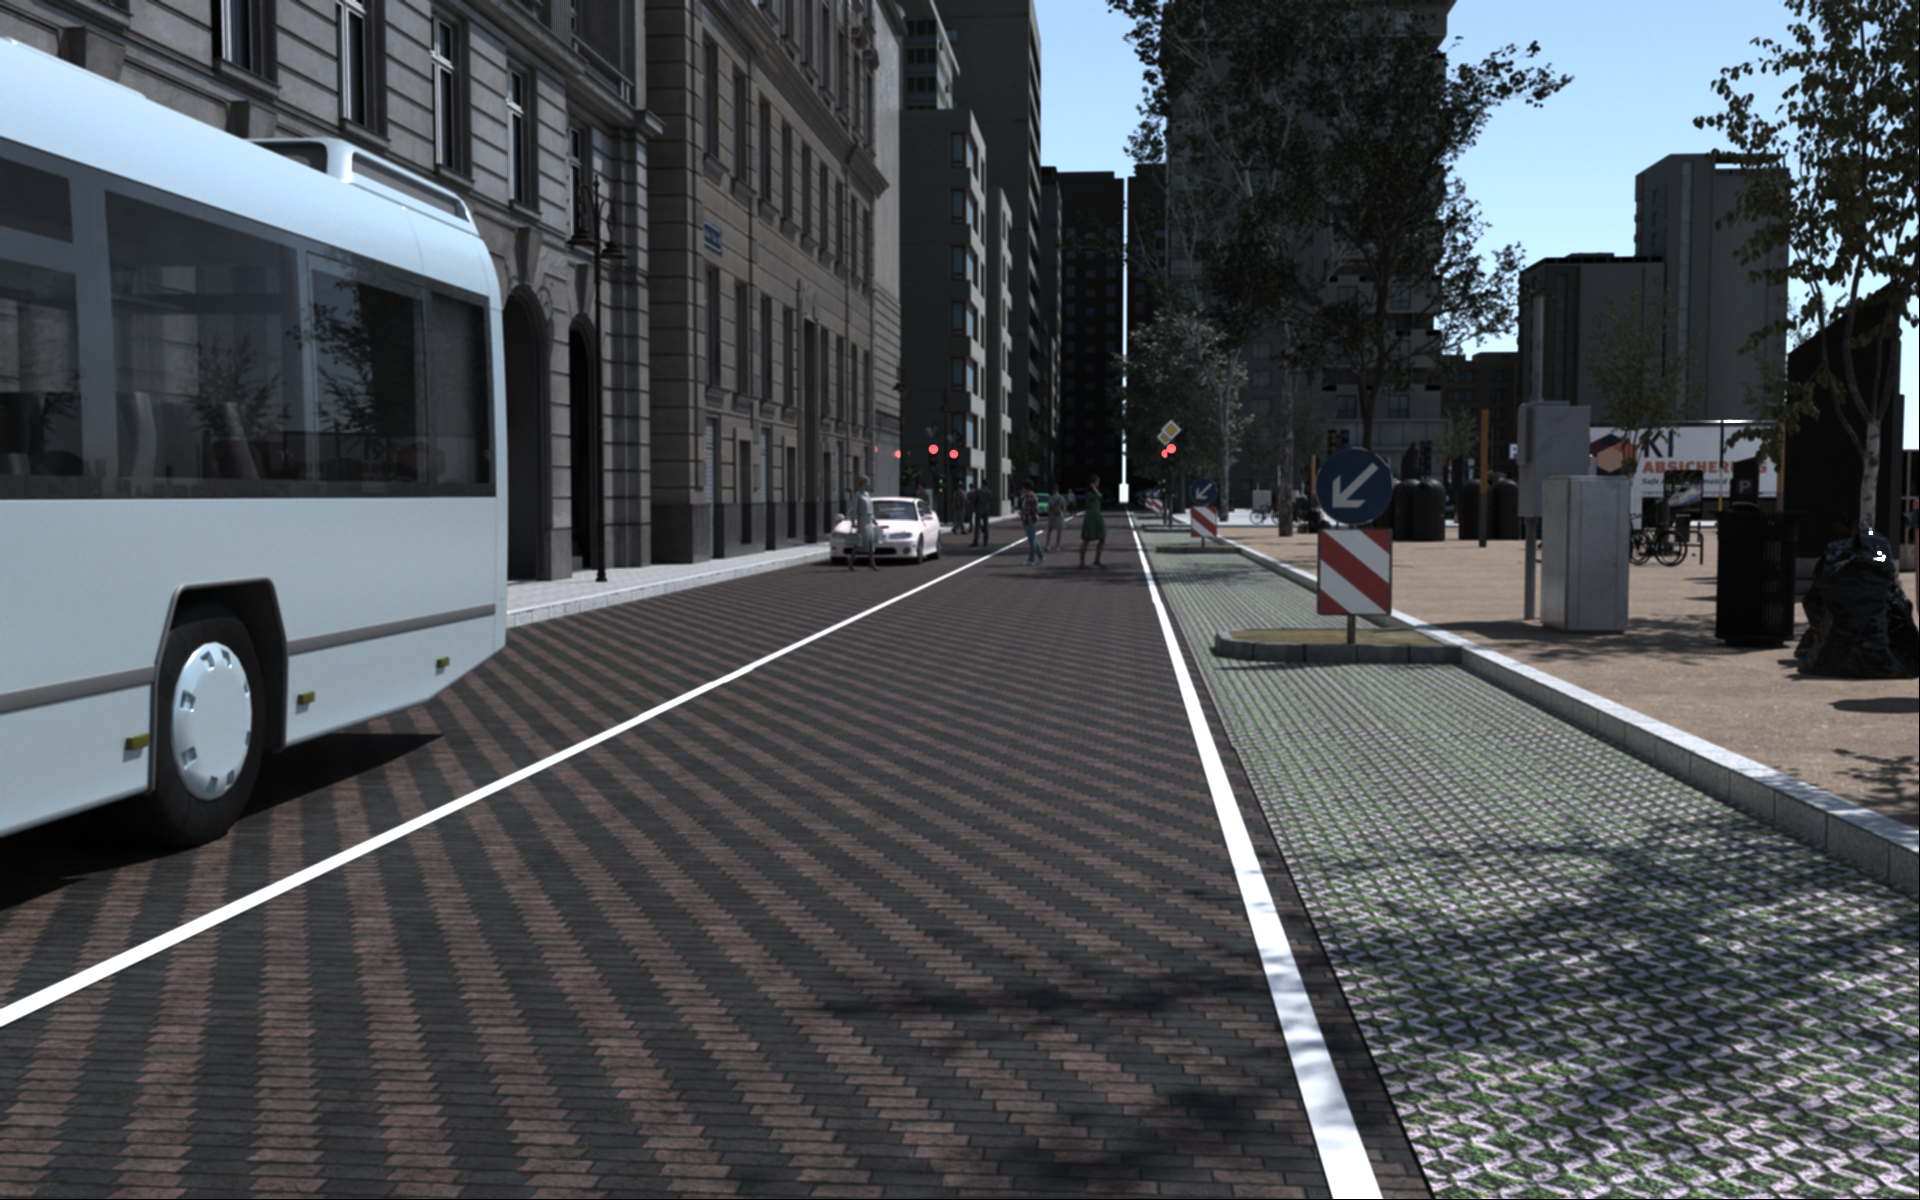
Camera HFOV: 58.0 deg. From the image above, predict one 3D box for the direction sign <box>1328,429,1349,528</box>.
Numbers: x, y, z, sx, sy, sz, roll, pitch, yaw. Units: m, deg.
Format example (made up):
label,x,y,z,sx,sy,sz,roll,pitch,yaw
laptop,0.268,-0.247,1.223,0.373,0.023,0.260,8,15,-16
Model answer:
label,x,y,z,sx,sy,sz,roll,pitch,yaw
direction sign,13.288,-4.213,60.882,0.876,3.537,0.379,-2,4,-25

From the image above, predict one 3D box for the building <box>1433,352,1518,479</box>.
label,x,y,z,sx,sy,sz,roll,pitch,yaw
building,79.557,-24.159,240.045,28.899,21.520,27.650,0,4,5

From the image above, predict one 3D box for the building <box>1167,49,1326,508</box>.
label,x,y,z,sx,sy,sz,roll,pitch,yaw
building,26.623,-29.355,163.548,14.154,41.232,14.086,0,4,5

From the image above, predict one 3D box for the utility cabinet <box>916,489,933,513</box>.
label,x,y,z,sx,sy,sz,roll,pitch,yaw
utility cabinet,-1.487,-4.006,74.170,0.318,1.500,1.173,2,4,26

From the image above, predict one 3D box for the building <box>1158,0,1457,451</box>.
label,x,y,z,sx,sy,sz,roll,pitch,yaw
building,35.499,-36.329,183.212,28.713,52.752,27.495,0,4,5

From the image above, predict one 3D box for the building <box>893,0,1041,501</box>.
label,x,y,z,sx,sy,sz,roll,pitch,yaw
building,-3.720,-32.795,159.894,21.300,48.544,21.600,0,4,5

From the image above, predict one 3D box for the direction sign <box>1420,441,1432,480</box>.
label,x,y,z,sx,sy,sz,roll,pitch,yaw
direction sign,19.813,-5.001,73.765,0.379,3.537,0.876,-1,4,-16

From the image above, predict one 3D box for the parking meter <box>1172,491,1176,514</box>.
label,x,y,z,sx,sy,sz,roll,pitch,yaw
parking meter,13.838,-6.357,112.353,0.372,1.533,0.369,0,3,0

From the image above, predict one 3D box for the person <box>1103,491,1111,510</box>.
label,x,y,z,sx,sy,sz,roll,pitch,yaw
person,13.221,-8.994,156.377,0.721,1.723,1.217,3,5,40

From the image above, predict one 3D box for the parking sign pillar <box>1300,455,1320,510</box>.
label,x,y,z,sx,sy,sz,roll,pitch,yaw
parking sign pillar,23.869,-7.935,118.216,1.447,3.967,1.447,0,3,0

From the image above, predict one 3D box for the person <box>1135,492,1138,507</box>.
label,x,y,z,sx,sy,sz,roll,pitch,yaw
person,19.019,-10.892,187.521,0.436,1.711,0.756,1,4,13

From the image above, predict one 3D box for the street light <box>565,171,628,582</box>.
label,x,y,z,sx,sy,sz,roll,pitch,yaw
street light,-5.258,-3.207,25.222,0.468,5.910,1.993,0,4,5

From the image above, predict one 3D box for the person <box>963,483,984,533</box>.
label,x,y,z,sx,sy,sz,roll,pitch,yaw
person,0.506,-3.404,64.112,0.622,1.834,0.822,-2,4,-31

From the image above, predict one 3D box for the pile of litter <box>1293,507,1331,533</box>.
label,x,y,z,sx,sy,sz,roll,pitch,yaw
pile of litter,11.551,-2.615,56.720,1.719,0.858,1.176,2,4,28

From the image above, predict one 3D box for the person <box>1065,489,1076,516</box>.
label,x,y,z,sx,sy,sz,roll,pitch,yaw
person,7.064,-6.258,111.310,0.782,1.767,0.515,2,4,35

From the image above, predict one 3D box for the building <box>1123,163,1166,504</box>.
label,x,y,z,sx,sy,sz,roll,pitch,yaw
building,29.920,-35.893,236.962,14.200,45.320,14.600,0,4,5

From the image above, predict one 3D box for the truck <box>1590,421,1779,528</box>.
label,x,y,z,sx,sy,sz,roll,pitch,yaw
truck,29.288,-4.817,67.673,11.283,4.237,2.839,0,4,7

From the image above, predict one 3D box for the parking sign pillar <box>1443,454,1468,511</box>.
label,x,y,z,sx,sy,sz,roll,pitch,yaw
parking sign pillar,33.005,-7.791,115.854,1.447,3.967,1.447,2,4,29

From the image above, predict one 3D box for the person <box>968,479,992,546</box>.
label,x,y,z,sx,sy,sz,roll,pitch,yaw
person,0.548,-2.401,47.566,0.655,1.846,0.447,-2,4,-26

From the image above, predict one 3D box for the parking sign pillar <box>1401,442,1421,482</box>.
label,x,y,z,sx,sy,sz,roll,pitch,yaw
parking sign pillar,23.496,-6.232,90.358,1.447,3.967,1.447,-1,4,-10

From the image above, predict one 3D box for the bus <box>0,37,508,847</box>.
label,x,y,z,sx,sy,sz,roll,pitch,yaw
bus,-4.493,-0.556,3.952,2.948,3.499,13.247,0,4,4

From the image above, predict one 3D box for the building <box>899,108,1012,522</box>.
label,x,y,z,sx,sy,sz,roll,pitch,yaw
building,-11.943,-15.202,93.596,27.650,21.520,28.899,0,4,5

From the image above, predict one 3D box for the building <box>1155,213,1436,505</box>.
label,x,y,z,sx,sy,sz,roll,pitch,yaw
building,39.962,-31.627,208.986,32.217,40.220,23.993,0,4,5

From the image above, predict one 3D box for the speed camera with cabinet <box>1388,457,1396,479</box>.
label,x,y,z,sx,sy,sz,roll,pitch,yaw
speed camera with cabinet,23.722,-6.030,92.919,2.038,3.252,0.660,1,4,23

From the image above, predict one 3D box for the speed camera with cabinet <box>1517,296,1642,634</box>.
label,x,y,z,sx,sy,sz,roll,pitch,yaw
speed camera with cabinet,5.922,-1.371,16.754,0.660,3.252,2.038,0,4,5

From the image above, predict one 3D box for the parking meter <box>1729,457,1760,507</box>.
label,x,y,z,sx,sy,sz,roll,pitch,yaw
parking meter,12.102,-1.287,26.747,0.399,1.863,0.255,2,4,28

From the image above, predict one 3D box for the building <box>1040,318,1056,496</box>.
label,x,y,z,sx,sy,sz,roll,pitch,yaw
building,-4.138,-20.858,186.069,27.650,21.520,28.899,0,4,5

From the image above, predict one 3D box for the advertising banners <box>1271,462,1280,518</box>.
label,x,y,z,sx,sy,sz,roll,pitch,yaw
advertising banners,16.987,-5.905,92.741,0.090,3.025,2.074,1,4,18

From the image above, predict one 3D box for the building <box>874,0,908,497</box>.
label,x,y,z,sx,sy,sz,roll,pitch,yaw
building,-11.477,-12.974,61.283,18.267,20.994,9.793,0,4,5

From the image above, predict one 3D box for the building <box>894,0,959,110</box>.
label,x,y,z,sx,sy,sz,roll,pitch,yaw
building,-13.405,-26.847,130.826,32.217,40.220,23.993,0,4,5

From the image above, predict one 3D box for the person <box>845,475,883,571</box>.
label,x,y,z,sx,sy,sz,roll,pitch,yaw
person,-1.811,-1.442,32.429,0.624,1.780,0.694,3,5,44

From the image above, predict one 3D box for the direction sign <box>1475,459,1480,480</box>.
label,x,y,z,sx,sy,sz,roll,pitch,yaw
direction sign,33.016,-7.282,111.061,0.379,3.537,0.876,-3,5,-44

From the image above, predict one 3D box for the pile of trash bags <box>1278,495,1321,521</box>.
label,x,y,z,sx,sy,sz,roll,pitch,yaw
pile of trash bags,16.688,-4.398,81.663,3.447,1.369,1.912,1,4,19

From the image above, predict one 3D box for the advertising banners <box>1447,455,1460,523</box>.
label,x,y,z,sx,sy,sz,roll,pitch,yaw
advertising banners,21.999,-4.918,76.601,0.090,3.025,2.074,-1,4,-9

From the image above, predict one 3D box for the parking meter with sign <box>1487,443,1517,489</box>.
label,x,y,z,sx,sy,sz,roll,pitch,yaw
parking meter with sign,18.671,-3.925,60.440,0.543,3.016,1.738,-2,4,-28

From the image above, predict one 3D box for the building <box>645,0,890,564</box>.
label,x,y,z,sx,sy,sz,roll,pitch,yaw
building,-9.391,-15.061,43.516,12.463,27.353,25.104,0,4,5

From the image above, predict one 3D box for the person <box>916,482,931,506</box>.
label,x,y,z,sx,sy,sz,roll,pitch,yaw
person,-1.184,-2.562,50.730,0.599,1.781,0.374,2,4,29

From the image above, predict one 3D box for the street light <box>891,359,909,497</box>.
label,x,y,z,sx,sy,sz,roll,pitch,yaw
street light,-2.024,-5.299,59.434,0.468,5.910,1.993,0,4,5

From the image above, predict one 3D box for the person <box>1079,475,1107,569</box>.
label,x,y,z,sx,sy,sz,roll,pitch,yaw
person,2.553,-1.503,33.315,0.529,1.795,0.600,1,4,21

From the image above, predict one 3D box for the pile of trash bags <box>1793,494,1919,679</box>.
label,x,y,z,sx,sy,sz,roll,pitch,yaw
pile of trash bags,6.883,-0.146,12.140,1.912,1.369,3.447,2,4,27

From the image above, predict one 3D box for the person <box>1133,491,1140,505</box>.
label,x,y,z,sx,sy,sz,roll,pitch,yaw
person,21.612,-12.418,211.665,1.348,1.807,0.705,-3,4,-38

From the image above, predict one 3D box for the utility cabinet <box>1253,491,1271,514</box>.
label,x,y,z,sx,sy,sz,roll,pitch,yaw
utility cabinet,19.549,-6.328,112.134,1.173,1.500,0.318,1,4,11

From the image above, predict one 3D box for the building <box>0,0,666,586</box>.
label,x,y,z,sx,sy,sz,roll,pitch,yaw
building,-12.424,-10.858,19.323,13.314,21.916,24.055,0,4,5

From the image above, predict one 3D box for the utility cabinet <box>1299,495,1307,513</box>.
label,x,y,z,sx,sy,sz,roll,pitch,yaw
utility cabinet,22.026,-6.190,112.364,1.020,1.237,0.306,-2,4,-29

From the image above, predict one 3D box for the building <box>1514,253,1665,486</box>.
label,x,y,z,sx,sy,sz,roll,pitch,yaw
building,76.511,-26.901,211.532,14.107,30.474,14.160,0,4,5

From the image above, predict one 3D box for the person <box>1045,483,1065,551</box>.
label,x,y,z,sx,sy,sz,roll,pitch,yaw
person,2.421,-2.097,43.788,0.512,1.701,0.522,0,4,-7

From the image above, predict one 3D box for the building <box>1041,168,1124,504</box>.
label,x,y,z,sx,sy,sz,roll,pitch,yaw
building,15.434,-36.049,239.503,14.200,45.320,14.600,0,4,5

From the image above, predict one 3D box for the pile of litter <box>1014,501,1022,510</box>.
label,x,y,z,sx,sy,sz,roll,pitch,yaw
pile of litter,4.534,-7.553,137.457,1.176,0.858,1.719,3,4,38

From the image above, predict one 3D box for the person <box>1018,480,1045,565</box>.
label,x,y,z,sx,sy,sz,roll,pitch,yaw
person,1.452,-1.558,34.814,0.643,1.720,0.563,-1,4,-11

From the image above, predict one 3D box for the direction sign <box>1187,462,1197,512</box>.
label,x,y,z,sx,sy,sz,roll,pitch,yaw
direction sign,16.557,-8.057,123.734,0.876,3.537,0.379,-2,4,-35

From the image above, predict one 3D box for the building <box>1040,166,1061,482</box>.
label,x,y,z,sx,sy,sz,roll,pitch,yaw
building,5.638,-32.678,217.875,14.086,41.232,14.154,0,4,5

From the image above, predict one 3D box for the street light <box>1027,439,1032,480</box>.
label,x,y,z,sx,sy,sz,roll,pitch,yaw
street light,5.740,-10.357,142.130,0.468,5.910,1.993,0,4,5

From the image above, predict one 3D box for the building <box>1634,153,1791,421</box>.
label,x,y,z,sx,sy,sz,roll,pitch,yaw
building,90.623,-32.208,210.201,14.086,41.232,14.154,0,4,5

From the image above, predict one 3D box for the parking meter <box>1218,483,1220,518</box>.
label,x,y,z,sx,sy,sz,roll,pitch,yaw
parking meter,14.317,-5.443,94.699,0.399,1.863,0.255,-1,4,-9

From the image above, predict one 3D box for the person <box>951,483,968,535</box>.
label,x,y,z,sx,sy,sz,roll,pitch,yaw
person,0.015,-3.216,61.176,0.850,1.850,0.679,-3,5,-40

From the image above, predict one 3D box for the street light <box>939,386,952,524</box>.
label,x,y,z,sx,sy,sz,roll,pitch,yaw
street light,-0.620,-6.208,74.296,0.468,5.910,1.993,0,4,5

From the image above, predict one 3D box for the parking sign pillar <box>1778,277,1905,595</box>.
label,x,y,z,sx,sy,sz,roll,pitch,yaw
parking sign pillar,11.312,-2.062,22.180,1.447,3.967,1.447,-3,5,-43
